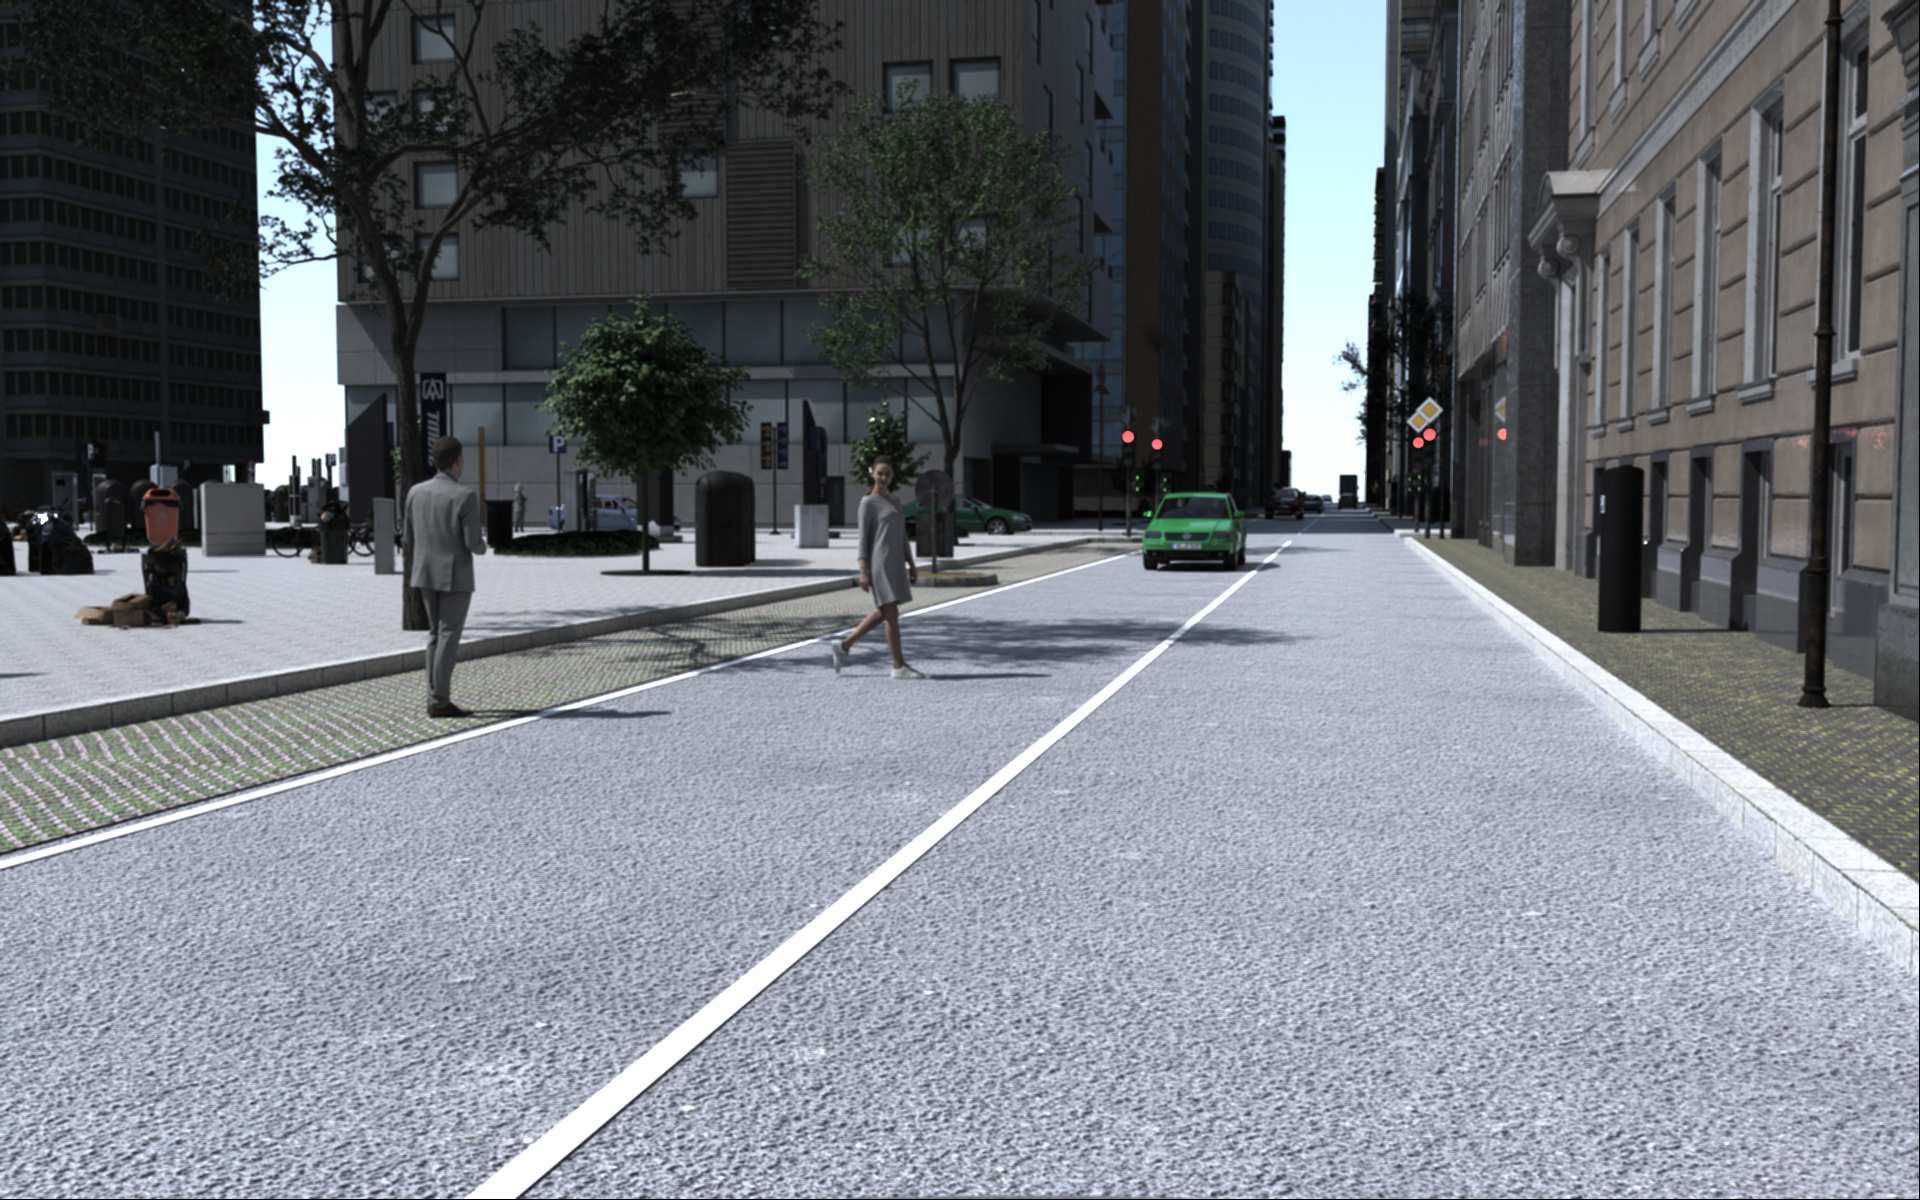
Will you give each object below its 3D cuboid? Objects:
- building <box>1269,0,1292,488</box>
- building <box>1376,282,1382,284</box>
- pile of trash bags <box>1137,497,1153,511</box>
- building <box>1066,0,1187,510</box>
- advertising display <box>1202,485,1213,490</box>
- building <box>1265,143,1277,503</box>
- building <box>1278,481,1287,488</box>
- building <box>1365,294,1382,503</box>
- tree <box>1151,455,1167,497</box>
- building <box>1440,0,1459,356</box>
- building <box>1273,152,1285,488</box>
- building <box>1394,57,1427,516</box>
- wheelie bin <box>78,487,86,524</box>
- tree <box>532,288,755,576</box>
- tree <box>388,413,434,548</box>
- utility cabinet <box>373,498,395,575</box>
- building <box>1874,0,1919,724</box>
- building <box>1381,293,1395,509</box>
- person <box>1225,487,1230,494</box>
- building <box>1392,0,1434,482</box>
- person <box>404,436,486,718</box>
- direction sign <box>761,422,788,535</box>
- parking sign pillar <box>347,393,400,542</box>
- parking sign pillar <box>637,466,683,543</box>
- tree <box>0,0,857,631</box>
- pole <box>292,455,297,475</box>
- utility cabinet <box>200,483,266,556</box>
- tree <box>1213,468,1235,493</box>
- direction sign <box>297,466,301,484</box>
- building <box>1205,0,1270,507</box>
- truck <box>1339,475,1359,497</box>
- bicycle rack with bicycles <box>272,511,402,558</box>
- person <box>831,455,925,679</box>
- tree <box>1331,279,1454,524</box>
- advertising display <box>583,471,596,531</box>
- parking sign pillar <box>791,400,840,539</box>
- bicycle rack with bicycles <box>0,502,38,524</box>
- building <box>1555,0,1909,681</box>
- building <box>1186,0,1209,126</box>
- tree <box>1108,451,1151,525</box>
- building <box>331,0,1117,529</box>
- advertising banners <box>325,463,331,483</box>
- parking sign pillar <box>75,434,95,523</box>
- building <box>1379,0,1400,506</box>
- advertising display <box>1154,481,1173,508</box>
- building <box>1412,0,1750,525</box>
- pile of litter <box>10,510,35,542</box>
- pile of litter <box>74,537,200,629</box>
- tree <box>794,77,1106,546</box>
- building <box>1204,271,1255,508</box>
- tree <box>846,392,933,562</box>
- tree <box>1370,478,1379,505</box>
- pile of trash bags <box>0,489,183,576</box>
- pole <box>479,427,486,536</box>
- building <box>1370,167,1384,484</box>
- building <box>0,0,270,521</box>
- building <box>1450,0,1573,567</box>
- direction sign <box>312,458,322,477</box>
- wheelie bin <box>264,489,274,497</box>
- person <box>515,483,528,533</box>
[{"bbox_3d":[40.693,-58.471,268.673,22.319,86.520,31.000,1,4,13],"label":"building"},{"bbox_3d":[75.805,-39.675,268.296,23.786,49.044,30.456,1,4,13],"label":"building"},{"bbox_3d":[11.034,-5.074,92.710,3.447,1.369,1.912,2,4,28],"label":"pile of trash bags"},{"bbox_3d":[5.668,-27.627,101.809,14.600,45.320,14.200,1,4,13],"label":"building"},{"bbox_3d":[17.448,-7.165,122.366,0.974,1.923,0.123,3,5,43],"label":"advertising display"},{"bbox_3d":[28.508,-31.432,197.515,14.154,41.232,14.086,1,4,13],"label":"building"},{"bbox_3d":[29.690,-33.753,243.735,32.217,40.220,23.993,1,4,13],"label":"building"},{"bbox_3d":[65.534,-29.154,248.366,14.160,30.474,14.107,1,4,13],"label":"building"},{"bbox_3d":[8.501,-5.116,78.241,1.663,3.219,1.824,0,3,0],"label":"tree"},{"bbox_3d":[27.033,-14.122,59.771,19.941,23.489,11.050,1,4,13],"label":"building"},{"bbox_3d":[34.283,-35.040,223.022,14.600,45.320,14.200,1,4,13],"label":"building"},{"bbox_3d":[34.696,-20.590,114.140,11.434,29.767,29.804,1,4,13],"label":"building"},{"bbox_3d":[-37.791,-4.028,73.770,0.693,1.594,0.980,3,5,41],"label":"wheelie bin"},{"bbox_3d":[-5.134,-2.695,27.778,4.285,4.588,4.351,0,3,0],"label":"tree"},{"bbox_3d":[-12.833,-2.869,41.512,1.663,3.219,1.824,0,3,0],"label":"tree"},{"bbox_3d":[-9.315,-1.034,28.061,0.306,1.237,1.020,-1,4,-16],"label":"utility cabinet"},{"bbox_3d":[8.162,-9.235,0.147,9.793,20.994,18.267,1,4,13],"label":"building"},{"bbox_3d":[53.630,-19.278,160.237,27.650,21.520,28.899,1,4,13],"label":"building"},{"bbox_3d":[15.193,-5.558,99.214,0.795,1.843,0.661,1,4,16],"label":"person"},{"bbox_3d":[42.259,-27.878,139.407,14.154,41.232,14.086,1,4,13],"label":"building"},{"bbox_3d":[-3.256,-0.152,11.178,0.606,1.804,0.583,1,4,20],"label":"person"},{"bbox_3d":[-5.859,-3.838,54.745,0.876,3.537,0.379,1,4,10],"label":"direction sign"},{"bbox_3d":[-15.872,-3.563,46.723,1.447,3.967,1.447,2,4,25],"label":"parking sign pillar"},{"bbox_3d":[-8.044,-3.495,45.615,1.447,3.967,1.447,-3,4,-37],"label":"parking sign pillar"},{"bbox_3d":[-5.105,-5.015,16.403,8.767,10.594,7.601,0,4,0],"label":"tree"},{"bbox_3d":[-34.910,-5.936,90.902,0.158,3.312,0.155,0,3,0],"label":"pole"},{"bbox_3d":[-14.914,-1.643,35.541,1.173,1.500,0.318,-3,5,-39],"label":"utility cabinet"},{"bbox_3d":[19.369,-8.112,127.226,1.663,3.219,1.824,0,3,0],"label":"tree"},{"bbox_3d":[-52.764,-8.947,138.279,0.379,3.537,0.876,0,4,-6],"label":"direction sign"},{"bbox_3d":[20.214,-38.851,177.208,21.231,58.520,28.212,1,4,13],"label":"building"},{"bbox_3d":[57.588,-16.374,256.623,2.839,4.237,11.283,1,4,14],"label":"truck"},{"bbox_3d":[-12.616,-1.396,36.202,2.925,0.926,2.852,-1,4,-10],"label":"bicycle rack with bicycles"},{"bbox_3d":[-0.644,-0.257,13.455,0.760,1.731,0.466,0,4,6],"label":"person"},{"bbox_3d":[20.281,-8.620,75.357,7.601,10.594,8.767,3,4,37],"label":"tree"},{"bbox_3d":[-10.420,-2.660,48.712,0.123,1.923,0.974,0,4,1],"label":"advertising display"},{"bbox_3d":[-4.199,-3.777,50.222,1.447,3.967,1.447,1,4,8],"label":"parking sign pillar"},{"bbox_3d":[-41.202,-3.773,75.077,2.925,0.926,2.852,-2,4,-33],"label":"bicycle rack with bicycles"},{"bbox_3d":[14.338,-14.230,18.571,13.634,28.700,20.117,1,4,13],"label":"building"},{"bbox_3d":[10.004,-26.912,123.613,14.154,41.232,14.086,1,4,13],"label":"building"},{"bbox_3d":[6.946,-4.719,71.753,1.663,3.219,1.824,0,3,0],"label":"tree"},{"bbox_3d":[-8.043,-29.719,75.138,28.713,52.752,27.495,1,4,13],"label":"building"},{"bbox_3d":[-35.059,-6.199,97.549,0.090,3.025,2.074,1,4,17],"label":"advertising banners"},{"bbox_3d":[-39.430,-5.486,78.175,1.447,3.967,1.447,0,4,-8],"label":"parking sign pillar"},{"bbox_3d":[56.735,-39.516,188.092,21.231,58.520,28.212,1,4,13],"label":"building"},{"bbox_3d":[10.213,-5.004,87.034,0.974,1.923,0.123,2,4,28],"label":"advertising display"},{"bbox_3d":[30.731,-18.552,89.224,13.634,28.700,20.117,1,4,13],"label":"building"},{"bbox_3d":[-25.529,-2.023,47.033,1.719,0.858,1.176,2,4,34],"label":"pile of litter"},{"bbox_3d":[-8.121,-0.193,17.122,1.176,0.858,1.719,-1,4,-15],"label":"pile of litter"},{"bbox_3d":[-0.221,-7.158,42.787,9.928,11.665,9.643,0,3,0],"label":"tree"},{"bbox_3d":[10.909,-18.726,151.208,27.650,21.520,28.899,1,4,13],"label":"building"},{"bbox_3d":[-1.313,-2.347,32.973,1.663,3.219,1.824,0,3,0],"label":"tree"},{"bbox_3d":[51.183,-13.359,213.026,1.663,3.219,1.824,0,3,0],"label":"tree"},{"bbox_3d":[-14.484,-1.122,28.103,3.447,1.369,1.912,-1,4,-21],"label":"pile of trash bags"},{"bbox_3d":[-14.543,-3.602,52.740,0.158,3.312,0.155,0,3,0],"label":"pole"},{"bbox_3d":[65.044,-34.925,225.643,22.147,44.769,28.867,1,4,13],"label":"building"},{"bbox_3d":[-52.465,-24.278,88.830,23.993,40.220,32.217,1,4,13],"label":"building"},{"bbox_3d":[17.877,-13.478,38.382,12.078,24.808,19.932,1,4,13],"label":"building"},{"bbox_3d":[-40.585,-7.177,109.337,0.876,3.537,0.379,2,4,30],"label":"direction sign"},{"bbox_3d":[-47.190,-6.720,117.786,0.980,1.594,0.693,-2,4,-27],"label":"wheelie bin"},{"bbox_3d":[-14.709,-3.025,58.149,0.526,1.800,0.537,0,4,-4],"label":"person"}]
